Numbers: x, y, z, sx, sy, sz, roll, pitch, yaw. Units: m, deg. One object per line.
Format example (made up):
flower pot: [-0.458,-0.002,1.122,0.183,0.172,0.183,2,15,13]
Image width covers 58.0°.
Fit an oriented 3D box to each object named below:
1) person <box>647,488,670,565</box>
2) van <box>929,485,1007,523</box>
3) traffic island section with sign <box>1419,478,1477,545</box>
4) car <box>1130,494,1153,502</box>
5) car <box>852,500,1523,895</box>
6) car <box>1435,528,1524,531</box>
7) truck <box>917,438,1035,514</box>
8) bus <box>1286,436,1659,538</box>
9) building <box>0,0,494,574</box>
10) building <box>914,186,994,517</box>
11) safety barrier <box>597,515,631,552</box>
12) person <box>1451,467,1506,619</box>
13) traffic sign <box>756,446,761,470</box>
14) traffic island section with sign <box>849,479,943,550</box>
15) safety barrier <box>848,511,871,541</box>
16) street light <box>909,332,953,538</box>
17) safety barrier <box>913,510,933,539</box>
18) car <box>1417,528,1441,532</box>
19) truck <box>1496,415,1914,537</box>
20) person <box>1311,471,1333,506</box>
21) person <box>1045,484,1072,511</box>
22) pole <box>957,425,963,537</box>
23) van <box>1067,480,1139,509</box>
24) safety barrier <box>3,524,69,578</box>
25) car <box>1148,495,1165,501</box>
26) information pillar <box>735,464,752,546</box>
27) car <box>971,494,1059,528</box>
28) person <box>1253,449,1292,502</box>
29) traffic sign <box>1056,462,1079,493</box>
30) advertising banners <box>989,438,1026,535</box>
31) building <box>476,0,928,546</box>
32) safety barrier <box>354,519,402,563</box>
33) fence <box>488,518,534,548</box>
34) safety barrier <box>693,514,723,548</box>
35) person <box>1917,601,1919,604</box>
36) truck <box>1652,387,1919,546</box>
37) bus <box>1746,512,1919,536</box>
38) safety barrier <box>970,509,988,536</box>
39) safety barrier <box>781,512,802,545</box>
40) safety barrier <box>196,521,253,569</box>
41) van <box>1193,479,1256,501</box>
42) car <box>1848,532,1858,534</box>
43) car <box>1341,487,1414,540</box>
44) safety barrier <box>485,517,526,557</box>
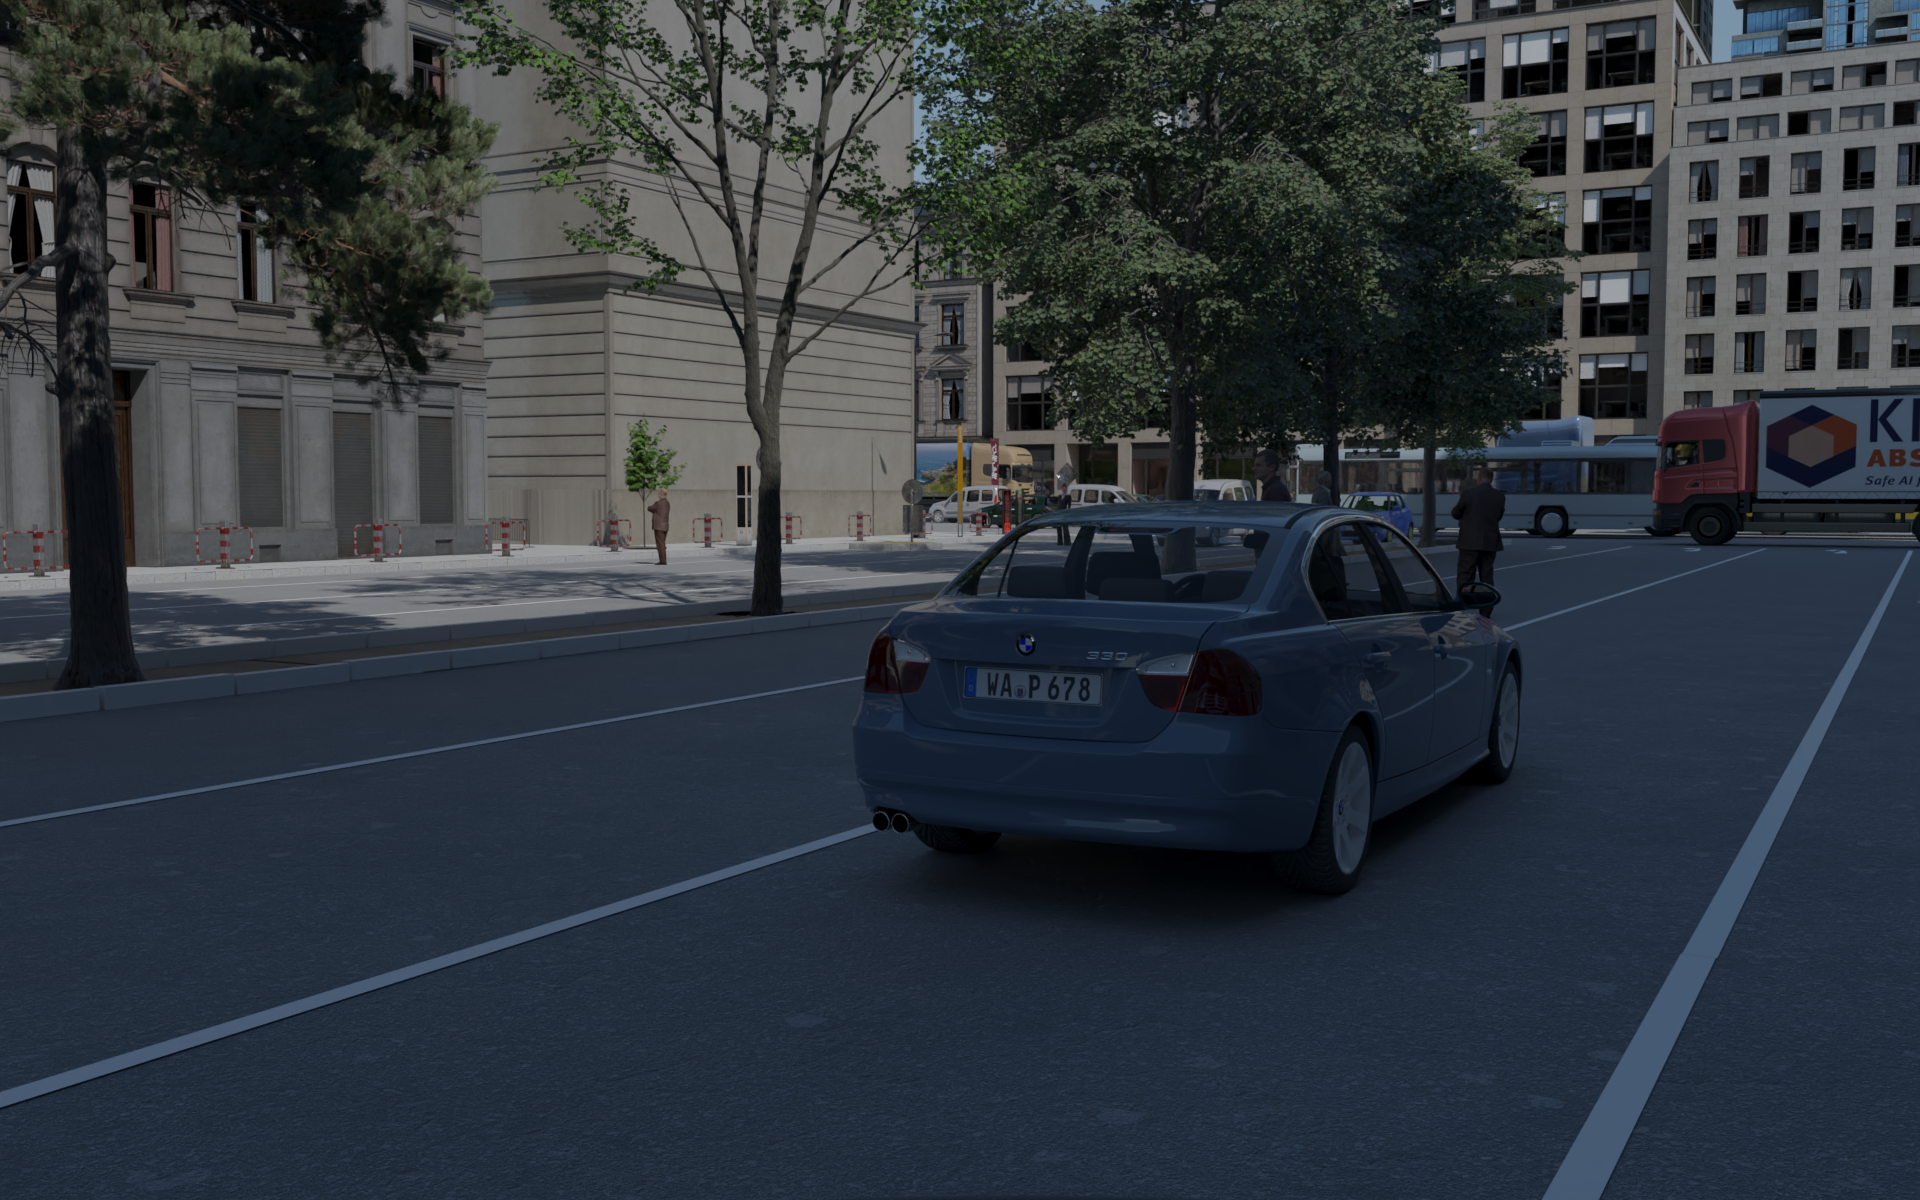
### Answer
person: [-6.078,-1.481,34.982,0.388,1.546,0.482,1,4,22]
van: [0.440,-4.790,85.327,4.112,2.044,2.013,2,4,30]
traffic island section with sign: [14.186,-2.482,48.715,2.006,1.907,1.989,2,4,29]
car: [8.215,-4.105,78.917,4.920,1.459,2.131,2,4,30]
car: [1.264,0.263,7.699,2.014,1.417,4.499,2,4,29]
car: [20.424,-3.653,68.396,5.304,1.827,2.281,2,4,29]
truck: [-1.050,-6.141,89.317,11.283,4.237,2.839,2,4,28]
bus: [16.862,-3.885,58.381,13.247,3.499,2.948,2,4,28]
building: [-18.509,-11.129,31.108,9.793,20.994,18.267,2,4,29]
building: [-4.560,-14.567,102.794,19.286,19.102,10.561,2,4,29]
safety barrier: [-7.649,-1.471,38.322,0.300,0.817,1.120,2,4,29]
person: [5.938,-0.659,19.955,0.565,1.739,0.600,-2,4,-31]
traffic sign: [-4.860,-2.648,43.401,0.768,2.556,0.104,3,4,38]
traffic island section with sign: [-1.540,-2.239,45.227,1.989,1.847,2.006,2,4,29]
safety barrier: [-2.717,-2.003,47.030,0.300,0.817,1.120,2,4,29]
street light: [-0.829,-4.738,50.014,1.470,5.913,1.316,2,4,29]
safety barrier: [-1.078,-2.181,49.928,0.300,0.817,1.120,2,4,29]
car: [16.562,-3.384,65.546,3.980,1.641,2.015,2,4,29]
truck: [26.585,-4.117,57.068,18.799,4.110,2.967,2,4,31]
person: [5.517,-1.050,26.065,0.834,1.777,0.661,0,4,-7]
person: [2.734,-2.372,48.082,0.742,1.727,0.445,0,3,0]
pole: [0.005,-3.523,51.448,0.158,3.312,0.155,0,3,0]
van: [6.547,-4.120,74.377,4.112,2.044,2.013,2,4,31]
safety barrier: [-14.215,-0.761,26.719,0.300,0.817,1.120,2,4,29]
car: [8.407,-3.738,70.896,4.222,1.686,2.009,2,4,29]
information pillar: [-5.346,-2.347,42.860,0.304,2.012,0.304,1,4,20]
car: [2.474,-3.825,72.321,4.222,1.686,2.009,2,4,31]
person: [2.604,-0.372,14.709,0.434,1.807,0.598,1,4,22]
traffic sign: [3.360,-3.110,54.486,0.795,2.450,0.064,2,4,29]
advertising banners: [1.498,-3.586,54.821,0.090,3.025,2.074,2,4,34]
building: [-17.370,-13.570,55.153,30.059,22.955,16.112,2,4,29]
safety barrier: [-10.927,-1.116,32.526,0.300,0.817,1.120,2,4,29]
fence: [-11.091,-1.641,42.205,2.069,0.683,0.278,3,5,40]
safety barrier: [-6.003,-1.649,41.233,0.300,0.817,1.120,2,4,29]
person: [12.716,-0.745,22.493,0.589,1.601,0.330,-2,4,-31]
truck: [24.259,-3.560,47.113,11.283,4.237,2.839,2,4,29]
bus: [30.902,-4.122,58.936,12.252,3.916,2.896,2,4,31]
safety barrier: [0.577,-2.358,52.835,0.300,0.817,1.120,2,4,29]
safety barrier: [-4.357,-1.826,44.130,0.300,0.817,1.120,2,4,29]
safety barrier: [-12.570,-0.939,29.622,0.300,0.817,1.120,2,4,29]
van: [6.885,-2.529,48.355,2.013,2.044,4.112,2,4,31]
car: [31.797,-3.326,63.972,3.694,1.707,1.945,2,4,29]
car: [11.522,-2.384,48.567,1.945,1.707,3.694,2,4,28]
safety barrier: [-9.291,-1.294,35.426,0.300,0.817,1.120,2,4,29]
